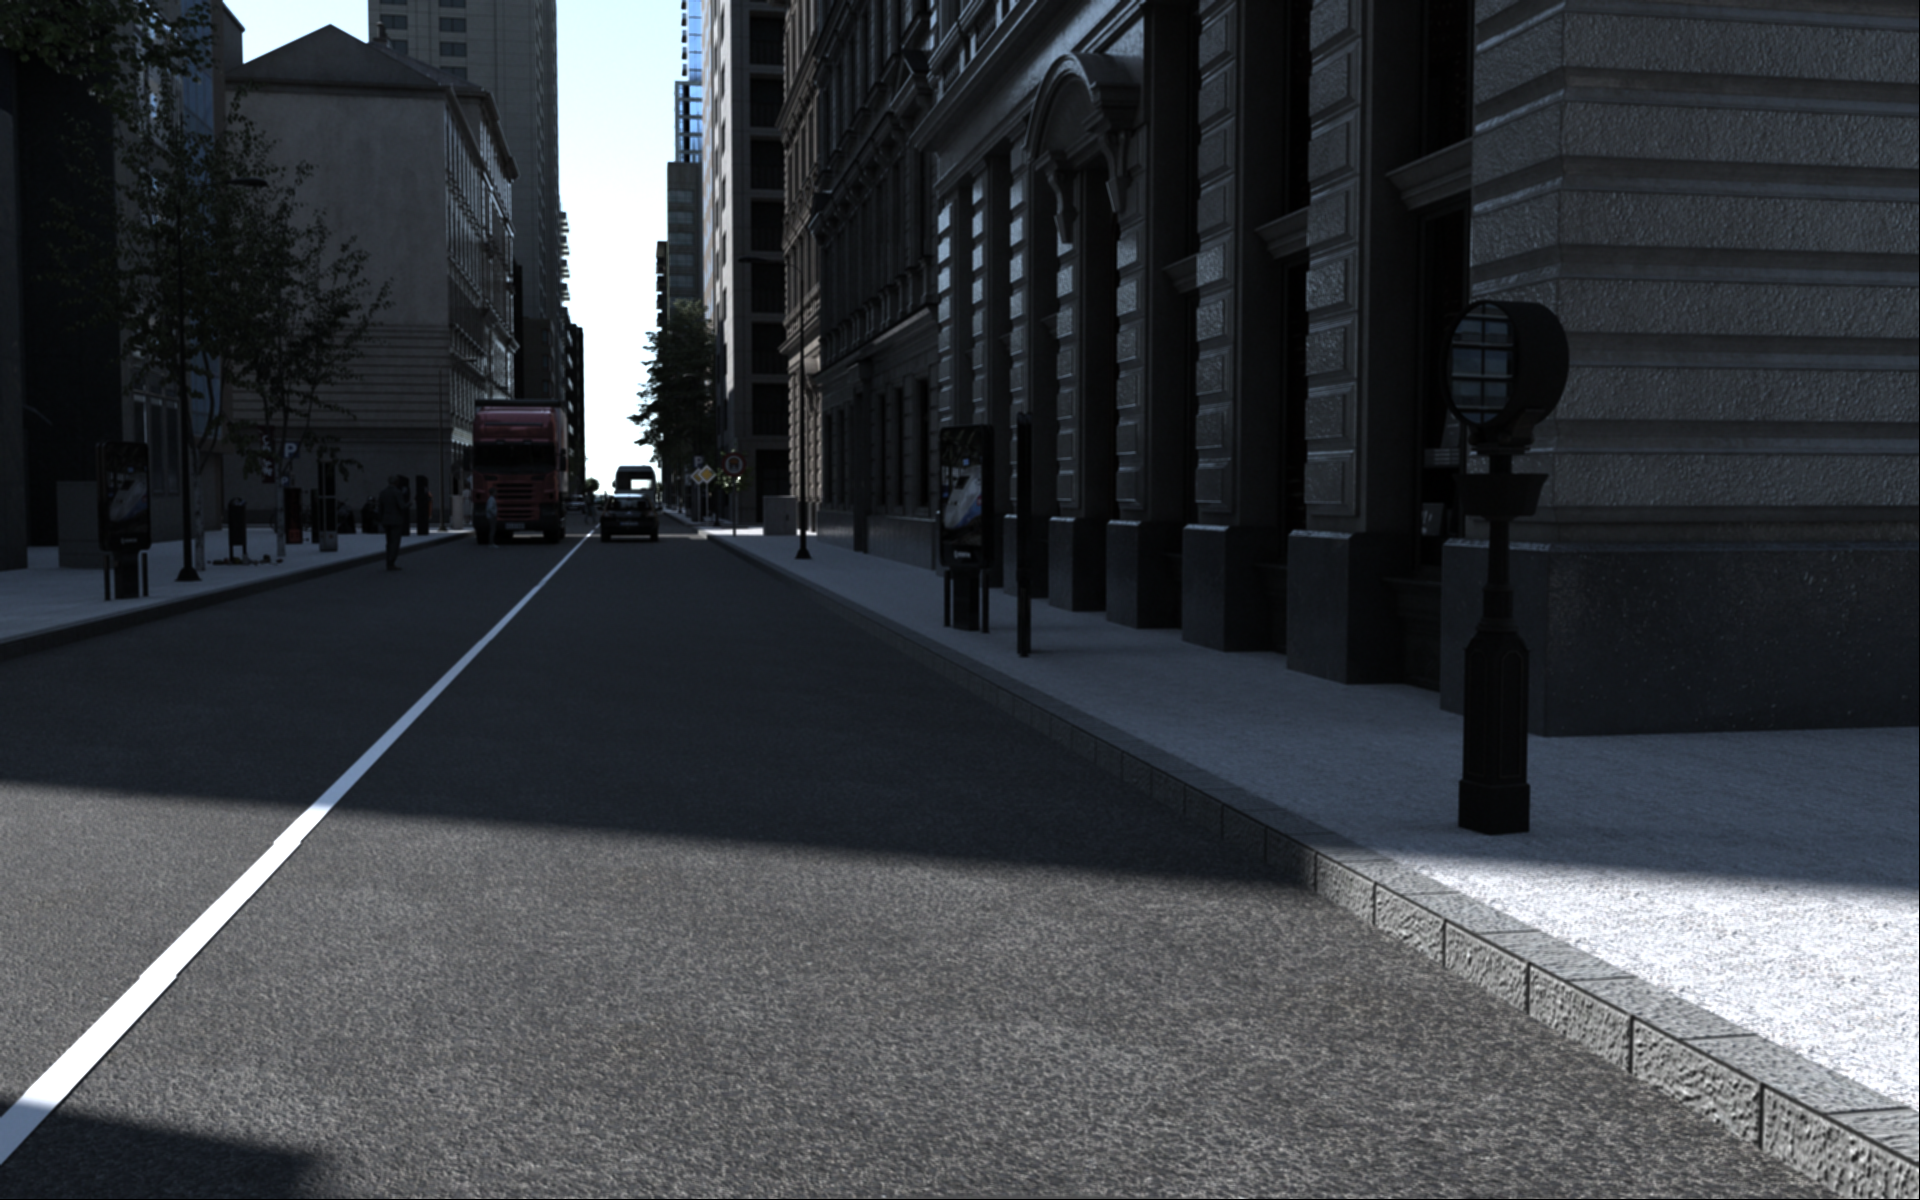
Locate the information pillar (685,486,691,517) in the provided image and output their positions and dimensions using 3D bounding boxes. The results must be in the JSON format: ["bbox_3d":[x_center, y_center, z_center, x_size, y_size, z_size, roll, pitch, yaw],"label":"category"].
[{"bbox_3d":[-15.111,-5.631,96.563,0.304,2.012,0.304,-3,4,-37],"label":"information pillar"}]

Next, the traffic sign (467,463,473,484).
[{"bbox_3d":[-18.582,-3.896,65.886,0.795,2.593,0.064,-1,4,-11],"label":"traffic sign"}]

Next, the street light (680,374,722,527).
[{"bbox_3d":[-10.033,-5.805,67.450,1.470,5.913,1.316,-1,4,-11],"label":"street light"}]

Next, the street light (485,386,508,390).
[{"bbox_3d":[-20.159,-6.249,74.716,1.470,5.913,1.316,-1,4,-11],"label":"street light"}]

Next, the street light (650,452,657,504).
[{"bbox_3d":[-27.089,-11.282,157.001,1.470,5.913,1.316,-1,4,-11],"label":"street light"}]

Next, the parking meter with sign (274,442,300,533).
[{"bbox_3d":[-22.305,-3.734,57.307,0.543,3.016,1.738,-1,4,-9],"label":"parking meter with sign"}]

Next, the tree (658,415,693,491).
[{"bbox_3d":[-25.268,-12.468,154.215,4.737,8.622,4.395,0,3,0],"label":"tree"}]

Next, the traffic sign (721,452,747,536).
[{"bbox_3d":[-6.824,-3.194,52.335,0.768,2.556,0.104,-1,4,-9],"label":"traffic sign"}]

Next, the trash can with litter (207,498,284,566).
[{"bbox_3d":[-13.089,-1.285,32.075,1.678,1.210,2.233,0,4,4],"label":"trash can with litter"}]

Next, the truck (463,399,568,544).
[{"bbox_3d":[-13.477,-3.946,53.423,2.839,4.237,11.283,-1,4,-11],"label":"truck"}]

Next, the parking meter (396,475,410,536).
[{"bbox_3d":[-17.035,-2.888,52.930,0.255,1.863,0.399,2,4,33],"label":"parking meter"}]

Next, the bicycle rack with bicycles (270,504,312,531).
[{"bbox_3d":[-22.719,-2.891,60.657,2.852,0.926,2.925,3,5,44],"label":"bicycle rack with bicycles"}]

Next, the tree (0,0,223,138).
[{"bbox_3d":[-9.884,-5.400,14.048,9.928,11.665,9.643,0,3,0],"label":"tree"}]

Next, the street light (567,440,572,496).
[{"bbox_3d":[-34.356,-10.779,148.771,1.470,5.913,1.316,-1,4,-11],"label":"street light"}]

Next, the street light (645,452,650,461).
[{"bbox_3d":[-33.608,-13.323,190.364,1.470,5.913,1.316,-1,4,-11],"label":"street light"}]

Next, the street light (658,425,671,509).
[{"bbox_3d":[-19.276,-8.758,115.729,1.470,5.913,1.316,-1,4,-11],"label":"street light"}]

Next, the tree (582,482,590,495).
[{"bbox_3d":[-55.267,-15.931,255.075,1.663,3.219,1.824,0,3,0],"label":"tree"}]

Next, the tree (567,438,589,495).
[{"bbox_3d":[-49.587,-16.614,222.000,4.737,8.622,4.395,0,3,0],"label":"tree"}]

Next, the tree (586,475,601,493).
[{"bbox_3d":[-64.357,-19.478,302.179,4.285,4.588,4.351,0,3,0],"label":"tree"}]

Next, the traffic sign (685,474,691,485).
[{"bbox_3d":[-13.604,-5.233,87.687,0.606,2.300,0.079,0,4,-8],"label":"traffic sign"}]

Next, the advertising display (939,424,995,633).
[{"bbox_3d":[0.058,-0.680,16.327,0.123,1.923,0.974,-2,4,-25],"label":"advertising display"}]

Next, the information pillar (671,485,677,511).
[{"bbox_3d":[-22.211,-7.953,134.526,0.304,2.012,0.304,2,4,28],"label":"information pillar"}]

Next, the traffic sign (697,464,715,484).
[{"bbox_3d":[-9.841,-3.996,67.529,0.795,2.593,0.064,-1,4,-11],"label":"traffic sign"}]

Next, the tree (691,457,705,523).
[{"bbox_3d":[-11.188,-5.048,77.133,1.663,3.219,1.824,0,3,0],"label":"tree"}]

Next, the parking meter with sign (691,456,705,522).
[{"bbox_3d":[-12.123,-5.108,79.774,0.543,3.016,1.738,-1,4,-15],"label":"parking meter with sign"}]

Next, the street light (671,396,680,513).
[{"bbox_3d":[-12.877,-6.714,82.319,1.470,5.913,1.316,-1,4,-11],"label":"street light"}]

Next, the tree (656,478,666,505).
[{"bbox_3d":[-36.794,-13.239,211.060,1.663,3.219,1.824,0,3,0],"label":"tree"}]

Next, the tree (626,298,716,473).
[{"bbox_3d":[-15.600,-11.190,101.085,7.486,12.596,7.792,0,3,0],"label":"tree"}]

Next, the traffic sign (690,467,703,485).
[{"bbox_3d":[-11.341,-4.476,75.373,0.795,2.593,0.064,-1,4,-11],"label":"traffic sign"}]

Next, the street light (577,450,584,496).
[{"bbox_3d":[-40.911,-12.910,183.624,1.470,5.913,1.316,-1,4,-11],"label":"street light"}]

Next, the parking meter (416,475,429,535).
[{"bbox_3d":[-16.765,-2.955,54.021,0.255,1.863,0.399,0,4,5],"label":"parking meter"}]

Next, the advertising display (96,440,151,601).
[{"bbox_3d":[-10.249,-0.981,21.254,0.123,1.923,0.974,0,4,4],"label":"advertising display"}]

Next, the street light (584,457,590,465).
[{"bbox_3d":[-49.874,-15.775,230.460,1.470,5.913,1.316,-1,4,-11],"label":"street light"}]

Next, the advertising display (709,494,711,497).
[{"bbox_3d":[-18.327,-7.539,128.481,0.123,1.923,0.974,-2,4,-35],"label":"advertising display"}]

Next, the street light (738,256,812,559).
[{"bbox_3d":[-3.640,-3.763,34.063,1.470,5.913,1.316,-1,4,-11],"label":"street light"}]

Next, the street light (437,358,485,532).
[{"bbox_3d":[-17.201,-5.305,59.283,1.470,5.913,1.316,-1,4,-11],"label":"street light"}]

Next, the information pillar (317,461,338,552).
[{"bbox_3d":[-14.141,-2.094,38.729,0.304,2.012,0.304,-3,5,-44],"label":"information pillar"}]

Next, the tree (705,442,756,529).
[{"bbox_3d":[-8.365,-4.277,64.534,1.663,3.219,1.824,0,3,0],"label":"tree"}]

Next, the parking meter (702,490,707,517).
[{"bbox_3d":[-14.541,-5.529,98.816,0.372,1.533,0.369,0,3,0],"label":"parking meter"}]

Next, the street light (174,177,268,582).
[{"bbox_3d":[-10.856,-3.238,25.477,1.470,5.913,1.316,-1,4,-11],"label":"street light"}]

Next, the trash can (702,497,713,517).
[{"bbox_3d":[-14.318,-5.289,98.133,0.748,1.137,0.748,0,3,0],"label":"trash can"}]

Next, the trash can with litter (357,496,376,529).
[{"bbox_3d":[-21.695,-3.244,64.096,2.233,1.210,1.678,3,5,43],"label":"trash can with litter"}]

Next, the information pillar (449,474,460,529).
[{"bbox_3d":[-18.844,-3.676,64.588,0.304,2.012,0.304,-2,4,-32],"label":"information pillar"}]

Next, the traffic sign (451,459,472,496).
[{"bbox_3d":[-18.133,-3.848,63.019,0.768,2.556,0.104,0,4,-8],"label":"traffic sign"}]

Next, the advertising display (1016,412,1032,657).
[{"bbox_3d":[0.521,-0.538,14.018,0.123,1.923,0.974,0,4,2],"label":"advertising display"}]
